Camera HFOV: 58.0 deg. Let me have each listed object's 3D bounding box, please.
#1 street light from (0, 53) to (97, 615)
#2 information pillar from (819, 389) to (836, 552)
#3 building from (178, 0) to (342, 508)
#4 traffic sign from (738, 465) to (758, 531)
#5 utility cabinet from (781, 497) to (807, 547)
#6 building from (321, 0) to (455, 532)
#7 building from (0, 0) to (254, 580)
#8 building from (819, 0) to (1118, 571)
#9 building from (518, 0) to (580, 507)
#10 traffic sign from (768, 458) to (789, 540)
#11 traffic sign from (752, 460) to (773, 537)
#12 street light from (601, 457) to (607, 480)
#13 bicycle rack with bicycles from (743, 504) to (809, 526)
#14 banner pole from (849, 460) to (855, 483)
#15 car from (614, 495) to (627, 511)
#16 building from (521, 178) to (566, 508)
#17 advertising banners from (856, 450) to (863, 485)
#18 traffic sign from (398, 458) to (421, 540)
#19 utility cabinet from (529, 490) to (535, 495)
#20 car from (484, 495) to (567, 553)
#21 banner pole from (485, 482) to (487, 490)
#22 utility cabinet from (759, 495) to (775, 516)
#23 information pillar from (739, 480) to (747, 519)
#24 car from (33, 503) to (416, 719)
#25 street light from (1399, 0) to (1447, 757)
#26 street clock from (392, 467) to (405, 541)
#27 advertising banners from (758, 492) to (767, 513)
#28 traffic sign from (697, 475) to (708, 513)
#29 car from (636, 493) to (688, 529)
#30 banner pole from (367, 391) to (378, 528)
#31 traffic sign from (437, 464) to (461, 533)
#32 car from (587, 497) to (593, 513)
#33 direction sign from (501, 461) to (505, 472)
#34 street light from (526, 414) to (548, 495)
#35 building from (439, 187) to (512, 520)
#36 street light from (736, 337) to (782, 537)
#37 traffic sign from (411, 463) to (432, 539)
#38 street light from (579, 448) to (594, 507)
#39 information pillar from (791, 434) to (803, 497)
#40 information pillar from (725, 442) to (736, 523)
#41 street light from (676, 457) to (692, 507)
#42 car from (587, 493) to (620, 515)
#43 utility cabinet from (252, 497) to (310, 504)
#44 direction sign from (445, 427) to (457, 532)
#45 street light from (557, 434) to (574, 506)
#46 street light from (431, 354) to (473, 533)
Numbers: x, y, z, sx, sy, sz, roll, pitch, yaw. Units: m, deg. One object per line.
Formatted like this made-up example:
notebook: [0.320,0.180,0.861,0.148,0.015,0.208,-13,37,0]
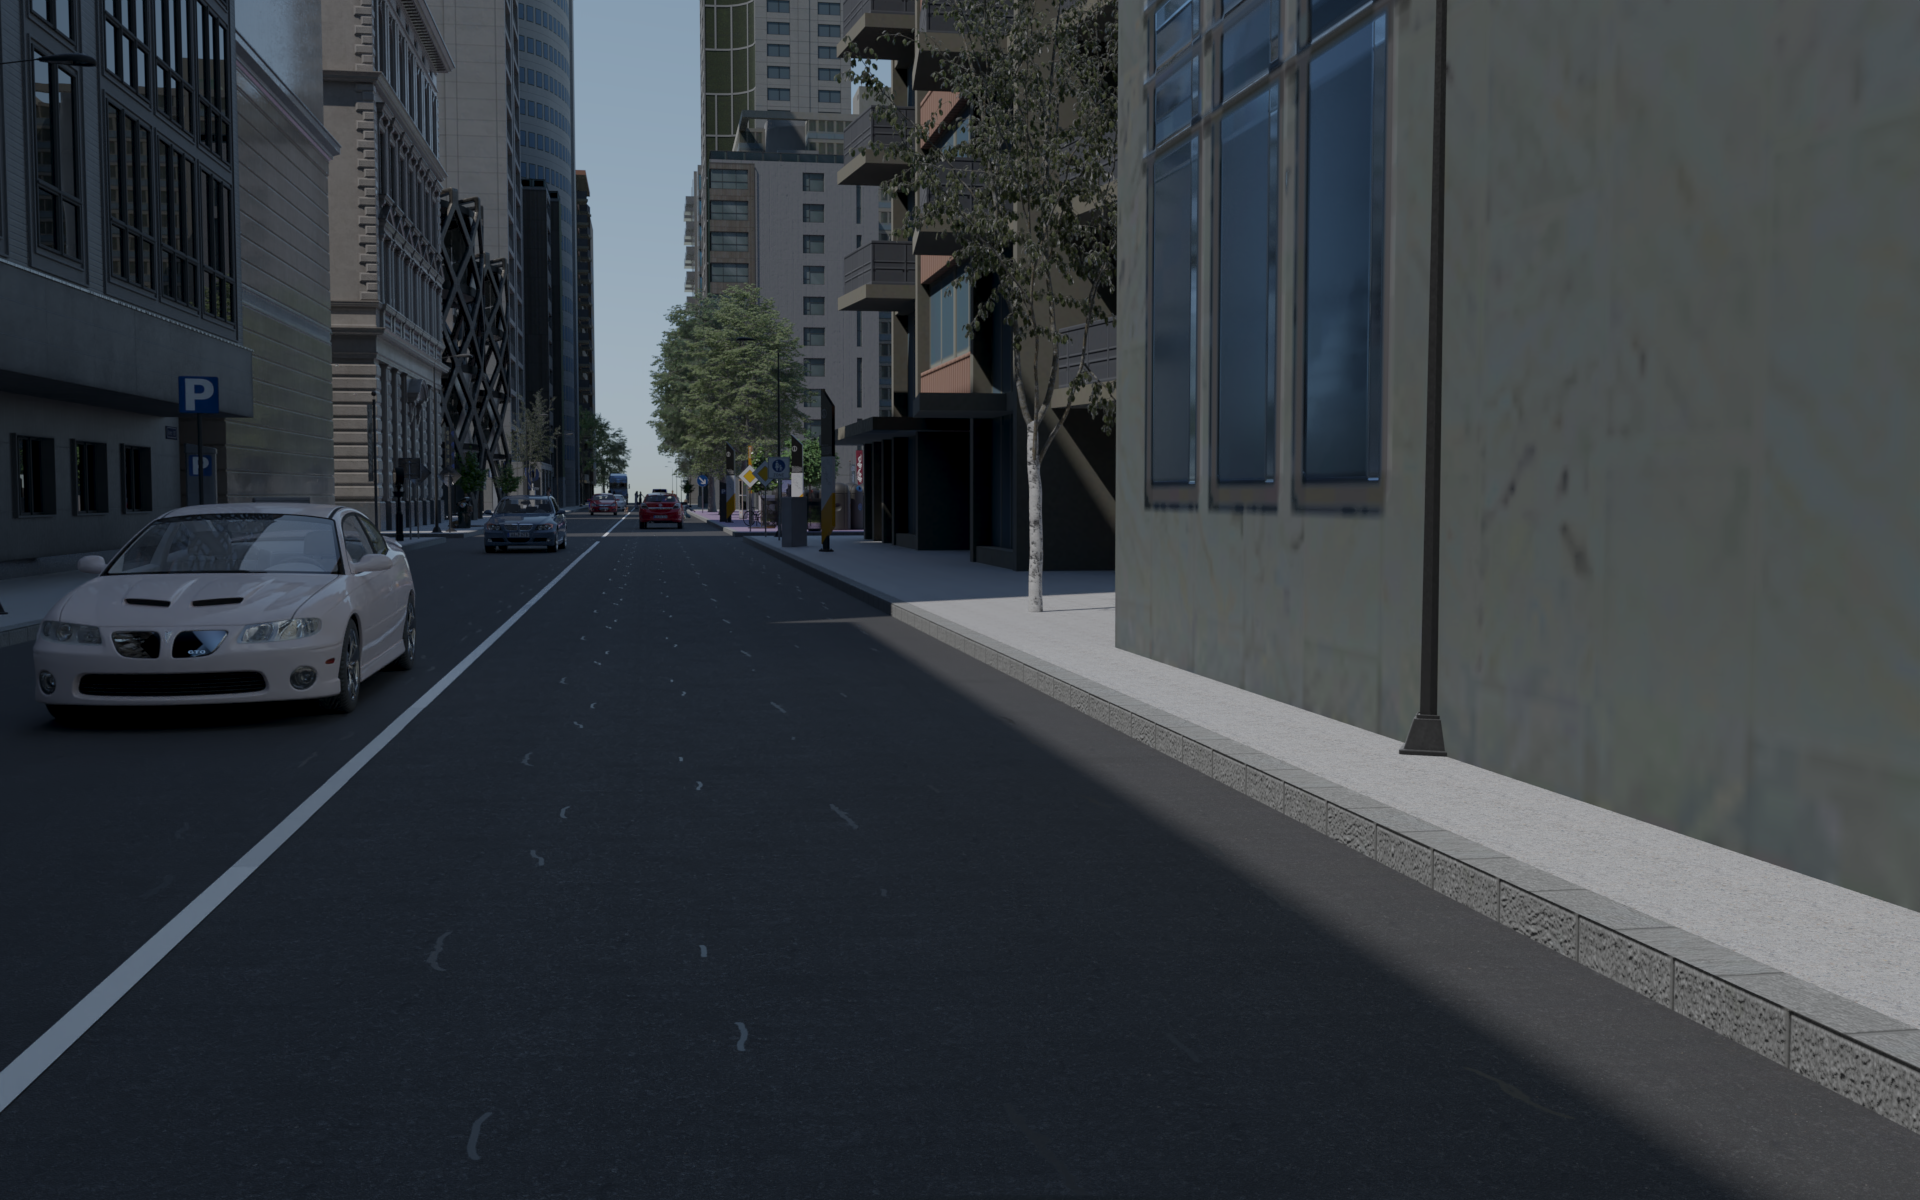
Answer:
street light: [-9.798,-2.800,18.322,1.470,5.913,1.316,-1,4,-10]
information pillar: [-2.926,-2.874,38.341,0.183,3.616,0.504,-3,4,-36]
building: [-25.910,-15.538,39.954,20.117,28.700,13.634,-1,4,-10]
traffic sign: [-7.195,-3.408,59.356,0.795,2.450,0.064,-1,4,-10]
utility cabinet: [-4.054,-1.907,42.337,0.306,1.237,1.020,1,4,16]
building: [-25.954,-14.514,66.188,11.050,23.489,19.941,-1,4,-10]
building: [-19.070,-13.952,21.622,14.314,27.812,24.014,-1,4,-10]
building: [8.941,-23.401,37.223,22.147,44.769,28.867,-1,4,-10]
building: [-50.392,-38.808,176.505,21.231,58.520,28.212,-1,4,-10]
traffic sign: [-4.994,-2.791,47.765,0.606,2.300,0.079,0,4,-3]
traffic sign: [-5.788,-2.927,51.496,0.795,2.450,0.064,-1,4,-10]
street light: [-45.165,-14.897,216.106,1.470,5.913,1.316,-1,4,-10]
bicycle rack with bicycles: [-7.284,-3.441,69.640,2.925,0.926,2.852,-1,4,-20]
banner pole: [-8.026,-8.481,128.679,0.401,3.779,0.863,2,4,34]
car: [-29.710,-8.366,149.146,2.083,1.381,4.827,-1,4,-9]
building: [-43.499,-23.574,157.136,14.160,30.474,14.107,-1,4,-10]
advertising banners: [-3.549,-4.401,68.141,0.090,3.025,2.074,-2,4,-35]
traffic sign: [-15.465,-2.848,48.696,0.606,2.300,0.079,-1,4,-10]
utility cabinet: [-25.333,-5.743,102.570,0.318,1.500,1.173,-1,4,-12]
car: [-10.991,-1.956,43.983,2.014,1.417,4.499,-1,4,-8]
banner pole: [-32.173,-7.757,116.851,0.863,3.779,0.401,3,5,44]
utility cabinet: [-11.477,-5.608,102.856,0.306,1.237,1.020,3,5,44]
information pillar: [-11.112,-5.150,88.688,0.304,2.012,0.304,-3,5,-44]
car: [-5.147,-0.018,12.657,2.083,1.381,4.827,-1,4,-10]
street light: [1.803,-2.190,8.340,1.470,5.913,1.316,-1,4,-10]
street clock: [-15.264,-2.603,47.122,0.358,2.002,0.471,-2,4,-29]
advertising banners: [-13.333,-7.299,115.527,0.090,3.025,2.074,1,4,19]
traffic sign: [-17.282,-7.104,116.252,0.768,2.556,0.104,0,4,-7]
car: [-12.508,-3.890,72.639,2.155,1.783,4.494,-1,4,-8]
banner pole: [-14.366,-3.202,42.366,0.401,3.779,0.863,-2,4,-34]
traffic sign: [-16.988,-3.302,57.630,0.795,2.450,0.064,-1,4,-10]
car: [-28.001,-7.478,134.849,1.945,1.354,3.894,-1,4,-11]
direction sign: [-30.876,-7.659,117.225,0.379,3.537,0.876,-2,4,-34]
street light: [-24.616,-7.835,100.645,1.470,5.913,1.316,-1,4,-10]
building: [-36.268,-14.580,105.843,16.820,18.784,16.811,-1,4,-10]
street light: [-5.917,-4.825,51.424,1.470,5.913,1.316,-1,4,-10]
traffic sign: [-15.580,-2.821,49.769,0.795,2.450,0.064,-1,4,-10]
street light: [-37.971,-12.435,175.859,1.470,5.913,1.316,-1,4,-10]
information pillar: [-6.397,-4.688,67.997,0.504,3.616,0.183,1,4,19]
information pillar: [-10.254,-5.264,77.415,0.504,3.616,0.183,2,4,35]
street light: [-26.381,-11.810,165.630,1.470,5.913,1.316,-1,4,-10]
car: [-24.165,-6.628,117.406,2.155,1.783,4.494,-1,4,-12]
utility cabinet: [-13.176,-1.375,33.651,1.020,1.237,0.306,-2,4,-30]
direction sign: [-17.302,-4.085,58.792,0.379,3.537,0.876,0,4,2]
street light: [-30.323,-9.804,132.838,1.470,5.913,1.316,-1,4,-10]
street light: [-16.850,-5.195,57.471,1.470,5.913,1.316,-1,4,-10]
